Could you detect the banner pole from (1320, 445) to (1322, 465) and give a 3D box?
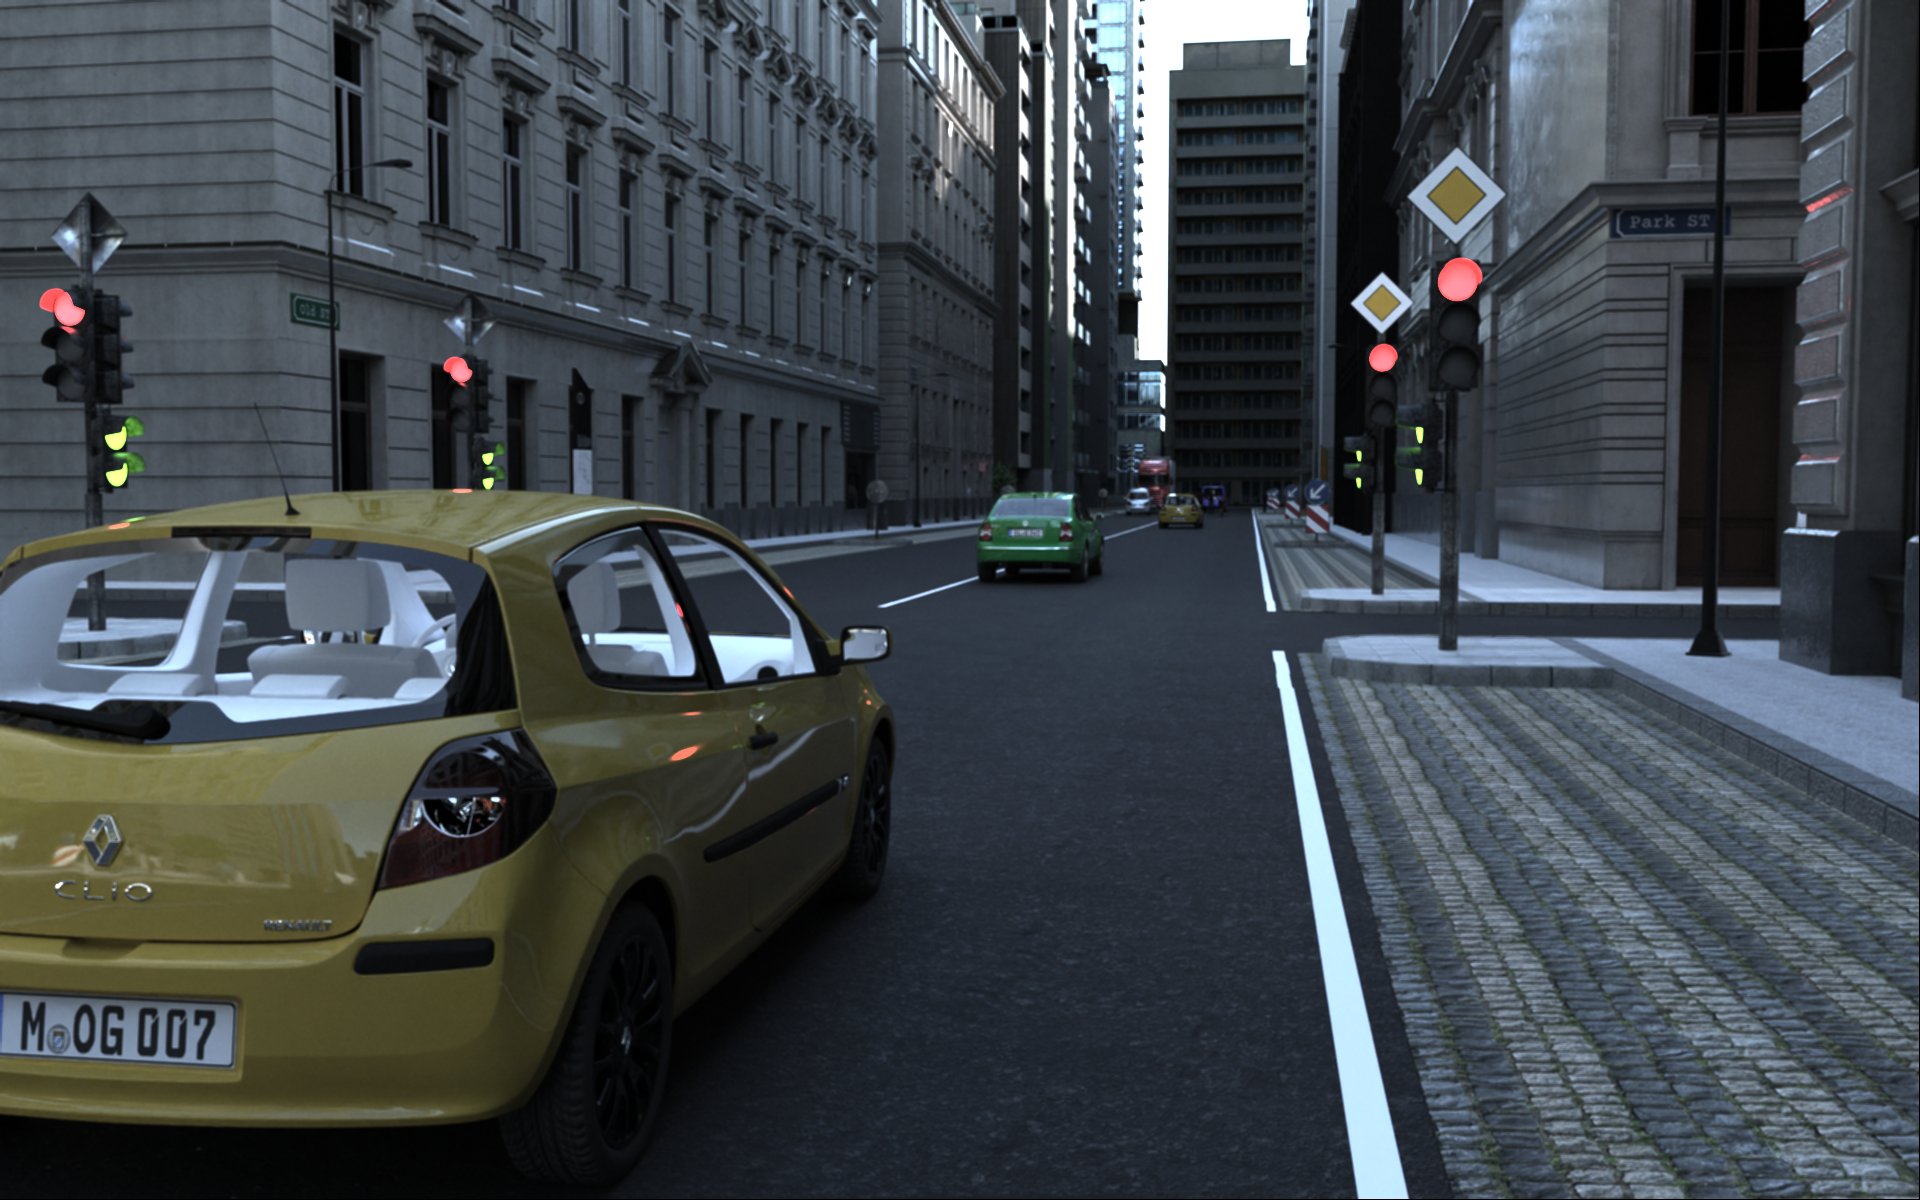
[{"bbox_3d":[18.386,-5.989,87.936,0.401,3.779,0.863,2,4,28],"label":"banner pole"}]

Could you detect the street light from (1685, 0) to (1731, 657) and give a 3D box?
[{"bbox_3d":[5.434,-2.519,13.722,1.470,5.913,1.316,1,4,9],"label":"street light"}]

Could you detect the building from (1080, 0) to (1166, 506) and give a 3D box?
[{"bbox_3d":[7.432,-53.793,192.179,31.000,86.520,22.319,1,4,9],"label":"building"}]

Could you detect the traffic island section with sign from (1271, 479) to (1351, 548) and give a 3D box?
[{"bbox_3d":[9.433,-2.310,46.402,1.989,1.847,2.006,1,4,9],"label":"traffic island section with sign"}]

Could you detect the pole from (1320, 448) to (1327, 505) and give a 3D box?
[{"bbox_3d":[16.064,-5.073,76.794,0.158,3.312,0.155,0,3,0],"label":"pole"}]

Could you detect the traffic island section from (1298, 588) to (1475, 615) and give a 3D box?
[{"bbox_3d":[5.359,0.009,22.141,2.009,0.180,2.903,1,4,9],"label":"traffic island section"}]

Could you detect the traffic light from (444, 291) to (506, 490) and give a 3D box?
[{"bbox_3d":[-6.775,-2.148,24.035,0.839,4.253,0.868,1,4,9],"label":"traffic light"}]

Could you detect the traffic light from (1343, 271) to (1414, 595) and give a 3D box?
[{"bbox_3d":[5.321,-2.025,22.034,0.839,4.253,0.868,1,4,9],"label":"traffic light"}]

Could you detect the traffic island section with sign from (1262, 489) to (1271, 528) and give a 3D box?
[{"bbox_3d":[13.911,-3.947,73.162,1.989,1.847,2.006,1,4,9],"label":"traffic island section with sign"}]

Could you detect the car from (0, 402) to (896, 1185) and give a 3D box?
[{"bbox_3d":[-1.297,0.312,5.117,2.015,1.641,3.980,1,4,9],"label":"car"}]

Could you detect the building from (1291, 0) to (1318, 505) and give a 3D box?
[{"bbox_3d":[39.110,-31.770,139.047,23.786,49.044,30.456,1,4,9],"label":"building"}]

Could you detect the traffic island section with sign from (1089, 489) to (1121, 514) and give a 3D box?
[{"bbox_3d":[10.338,-7.095,124.627,1.989,1.847,2.006,1,4,9],"label":"traffic island section with sign"}]

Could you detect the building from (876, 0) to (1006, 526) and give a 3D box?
[{"bbox_3d":[-5.729,-17.337,80.717,12.463,27.353,25.104,1,4,9],"label":"building"}]

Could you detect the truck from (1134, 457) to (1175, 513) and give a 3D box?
[{"bbox_3d":[15.001,-8.770,132.307,2.839,4.237,11.283,1,4,9],"label":"truck"}]

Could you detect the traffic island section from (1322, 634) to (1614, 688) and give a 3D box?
[{"bbox_3d":[4.041,0.490,14.265,2.009,0.180,2.903,1,4,9],"label":"traffic island section"}]

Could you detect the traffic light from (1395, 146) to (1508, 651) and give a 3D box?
[{"bbox_3d":[4.003,-1.544,14.158,0.839,4.253,0.868,1,4,9],"label":"traffic light"}]

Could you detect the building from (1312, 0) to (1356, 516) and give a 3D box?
[{"bbox_3d":[33.413,-34.737,109.954,21.231,58.520,28.212,1,4,9],"label":"building"}]

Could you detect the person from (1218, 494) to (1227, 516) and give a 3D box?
[{"bbox_3d":[17.230,-6.223,113.486,0.421,1.427,0.697,-2,4,-26],"label":"person"}]

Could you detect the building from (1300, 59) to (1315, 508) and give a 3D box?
[{"bbox_3d":[39.171,-29.275,162.239,14.154,41.232,14.086,1,4,9],"label":"building"}]

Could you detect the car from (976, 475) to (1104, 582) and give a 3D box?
[{"bbox_3d":[1.434,-1.277,29.674,1.959,1.807,4.718,1,4,10],"label":"car"}]

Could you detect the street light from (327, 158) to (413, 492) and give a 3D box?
[{"bbox_3d":[-8.246,-3.158,24.170,1.470,5.913,1.316,1,4,9],"label":"street light"}]

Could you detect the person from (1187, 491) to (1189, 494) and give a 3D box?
[{"bbox_3d":[23.088,-10.223,176.184,0.617,1.759,0.750,-2,4,-31],"label":"person"}]

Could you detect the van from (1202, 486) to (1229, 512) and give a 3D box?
[{"bbox_3d":[20.320,-8.195,138.373,2.240,2.365,5.245,1,4,10],"label":"van"}]

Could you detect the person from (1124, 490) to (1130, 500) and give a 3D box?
[{"bbox_3d":[13.398,-7.893,138.255,0.721,1.736,1.217,3,4,37],"label":"person"}]

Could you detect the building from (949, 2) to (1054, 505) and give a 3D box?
[{"bbox_3d":[-2.036,-20.476,106.491,14.160,30.474,14.107,1,4,9],"label":"building"}]

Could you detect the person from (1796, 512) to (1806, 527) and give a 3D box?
[{"bbox_3d":[9.597,-0.508,19.408,0.503,1.515,0.523,2,4,28],"label":"person"}]

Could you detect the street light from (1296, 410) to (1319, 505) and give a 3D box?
[{"bbox_3d":[19.273,-7.545,95.896,1.470,5.913,1.316,1,4,9],"label":"street light"}]

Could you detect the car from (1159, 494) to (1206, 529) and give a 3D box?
[{"bbox_3d":[9.370,-3.854,73.238,2.015,1.641,3.980,1,4,11],"label":"car"}]

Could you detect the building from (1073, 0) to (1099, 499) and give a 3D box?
[{"bbox_3d":[-1.085,-31.989,142.636,23.786,49.044,30.456,1,4,9],"label":"building"}]

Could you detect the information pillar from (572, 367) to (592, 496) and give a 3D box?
[{"bbox_3d":[-7.054,-2.506,32.333,0.183,3.616,0.504,2,4,23],"label":"information pillar"}]

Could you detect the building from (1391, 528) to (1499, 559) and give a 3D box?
[{"bbox_3d":[18.280,-15.653,43.312,14.401,28.519,23.554,1,4,9],"label":"building"}]

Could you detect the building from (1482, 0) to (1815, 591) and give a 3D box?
[{"bbox_3d":[18.999,-11.592,25.679,21.152,22.565,11.583,1,4,9],"label":"building"}]

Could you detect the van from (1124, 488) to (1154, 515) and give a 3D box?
[{"bbox_3d":[12.141,-6.760,117.531,2.013,2.044,4.112,0,4,8],"label":"van"}]

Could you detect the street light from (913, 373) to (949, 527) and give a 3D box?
[{"bbox_3d":[-1.108,-5.748,66.517,1.470,5.913,1.316,1,4,9],"label":"street light"}]

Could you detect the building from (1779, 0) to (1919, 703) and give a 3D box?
[{"bbox_3d":[9.550,-10.640,2.842,11.050,23.489,19.941,1,4,9],"label":"building"}]

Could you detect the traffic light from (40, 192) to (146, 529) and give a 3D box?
[{"bbox_3d":[-8.094,-1.666,16.159,0.839,4.253,0.868,1,4,9],"label":"traffic light"}]

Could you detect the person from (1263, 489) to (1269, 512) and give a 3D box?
[{"bbox_3d":[22.591,-7.318,128.166,0.705,1.821,1.348,0,4,-5],"label":"person"}]

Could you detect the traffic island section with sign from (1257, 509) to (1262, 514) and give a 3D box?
[{"bbox_3d":[22.172,-6.965,122.503,1.989,1.847,2.006,1,4,9],"label":"traffic island section with sign"}]

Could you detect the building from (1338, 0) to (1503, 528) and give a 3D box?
[{"bbox_3d":[25.407,-18.028,82.154,14.401,28.519,23.554,1,4,9],"label":"building"}]

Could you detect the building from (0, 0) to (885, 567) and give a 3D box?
[{"bbox_3d":[-13.992,-16.518,46.480,17.030,29.872,44.131,1,4,9],"label":"building"}]

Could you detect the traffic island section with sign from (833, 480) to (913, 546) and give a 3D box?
[{"bbox_3d":[-2.385,-2.445,48.606,1.989,1.847,2.006,1,4,9],"label":"traffic island section with sign"}]

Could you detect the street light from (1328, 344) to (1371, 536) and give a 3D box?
[{"bbox_3d":[12.091,-4.964,53.709,1.470,5.913,1.316,1,4,9],"label":"street light"}]

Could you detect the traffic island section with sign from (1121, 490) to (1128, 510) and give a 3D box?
[{"bbox_3d":[14.902,-8.758,151.827,1.989,1.847,2.006,1,4,9],"label":"traffic island section with sign"}]

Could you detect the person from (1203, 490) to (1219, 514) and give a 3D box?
[{"bbox_3d":[17.802,-6.944,122.559,1.217,1.766,0.721,0,4,-2],"label":"person"}]

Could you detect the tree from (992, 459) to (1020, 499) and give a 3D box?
[{"bbox_3d":[2.220,-6.255,96.870,1.663,3.219,1.824,0,3,0],"label":"tree"}]

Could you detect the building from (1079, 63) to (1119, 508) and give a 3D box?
[{"bbox_3d":[8.135,-29.632,168.083,14.086,41.232,14.154,1,4,9],"label":"building"}]

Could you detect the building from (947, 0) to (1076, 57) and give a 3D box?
[{"bbox_3d":[0.297,-26.694,120.039,14.154,41.232,14.086,1,4,9],"label":"building"}]

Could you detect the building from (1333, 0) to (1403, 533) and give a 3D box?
[{"bbox_3d":[20.394,-14.273,63.047,12.332,23.373,15.834,1,4,9],"label":"building"}]

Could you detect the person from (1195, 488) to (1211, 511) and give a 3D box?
[{"bbox_3d":[14.498,-5.885,104.683,1.348,1.831,0.705,1,4,21],"label":"person"}]

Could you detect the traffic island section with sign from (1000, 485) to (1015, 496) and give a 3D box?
[{"bbox_3d":[2.071,-4.076,75.274,1.989,1.847,2.006,1,4,9],"label":"traffic island section with sign"}]

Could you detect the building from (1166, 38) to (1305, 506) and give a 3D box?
[{"bbox_3d":[33.595,-34.553,188.649,21.600,48.544,21.300,1,4,9],"label":"building"}]
